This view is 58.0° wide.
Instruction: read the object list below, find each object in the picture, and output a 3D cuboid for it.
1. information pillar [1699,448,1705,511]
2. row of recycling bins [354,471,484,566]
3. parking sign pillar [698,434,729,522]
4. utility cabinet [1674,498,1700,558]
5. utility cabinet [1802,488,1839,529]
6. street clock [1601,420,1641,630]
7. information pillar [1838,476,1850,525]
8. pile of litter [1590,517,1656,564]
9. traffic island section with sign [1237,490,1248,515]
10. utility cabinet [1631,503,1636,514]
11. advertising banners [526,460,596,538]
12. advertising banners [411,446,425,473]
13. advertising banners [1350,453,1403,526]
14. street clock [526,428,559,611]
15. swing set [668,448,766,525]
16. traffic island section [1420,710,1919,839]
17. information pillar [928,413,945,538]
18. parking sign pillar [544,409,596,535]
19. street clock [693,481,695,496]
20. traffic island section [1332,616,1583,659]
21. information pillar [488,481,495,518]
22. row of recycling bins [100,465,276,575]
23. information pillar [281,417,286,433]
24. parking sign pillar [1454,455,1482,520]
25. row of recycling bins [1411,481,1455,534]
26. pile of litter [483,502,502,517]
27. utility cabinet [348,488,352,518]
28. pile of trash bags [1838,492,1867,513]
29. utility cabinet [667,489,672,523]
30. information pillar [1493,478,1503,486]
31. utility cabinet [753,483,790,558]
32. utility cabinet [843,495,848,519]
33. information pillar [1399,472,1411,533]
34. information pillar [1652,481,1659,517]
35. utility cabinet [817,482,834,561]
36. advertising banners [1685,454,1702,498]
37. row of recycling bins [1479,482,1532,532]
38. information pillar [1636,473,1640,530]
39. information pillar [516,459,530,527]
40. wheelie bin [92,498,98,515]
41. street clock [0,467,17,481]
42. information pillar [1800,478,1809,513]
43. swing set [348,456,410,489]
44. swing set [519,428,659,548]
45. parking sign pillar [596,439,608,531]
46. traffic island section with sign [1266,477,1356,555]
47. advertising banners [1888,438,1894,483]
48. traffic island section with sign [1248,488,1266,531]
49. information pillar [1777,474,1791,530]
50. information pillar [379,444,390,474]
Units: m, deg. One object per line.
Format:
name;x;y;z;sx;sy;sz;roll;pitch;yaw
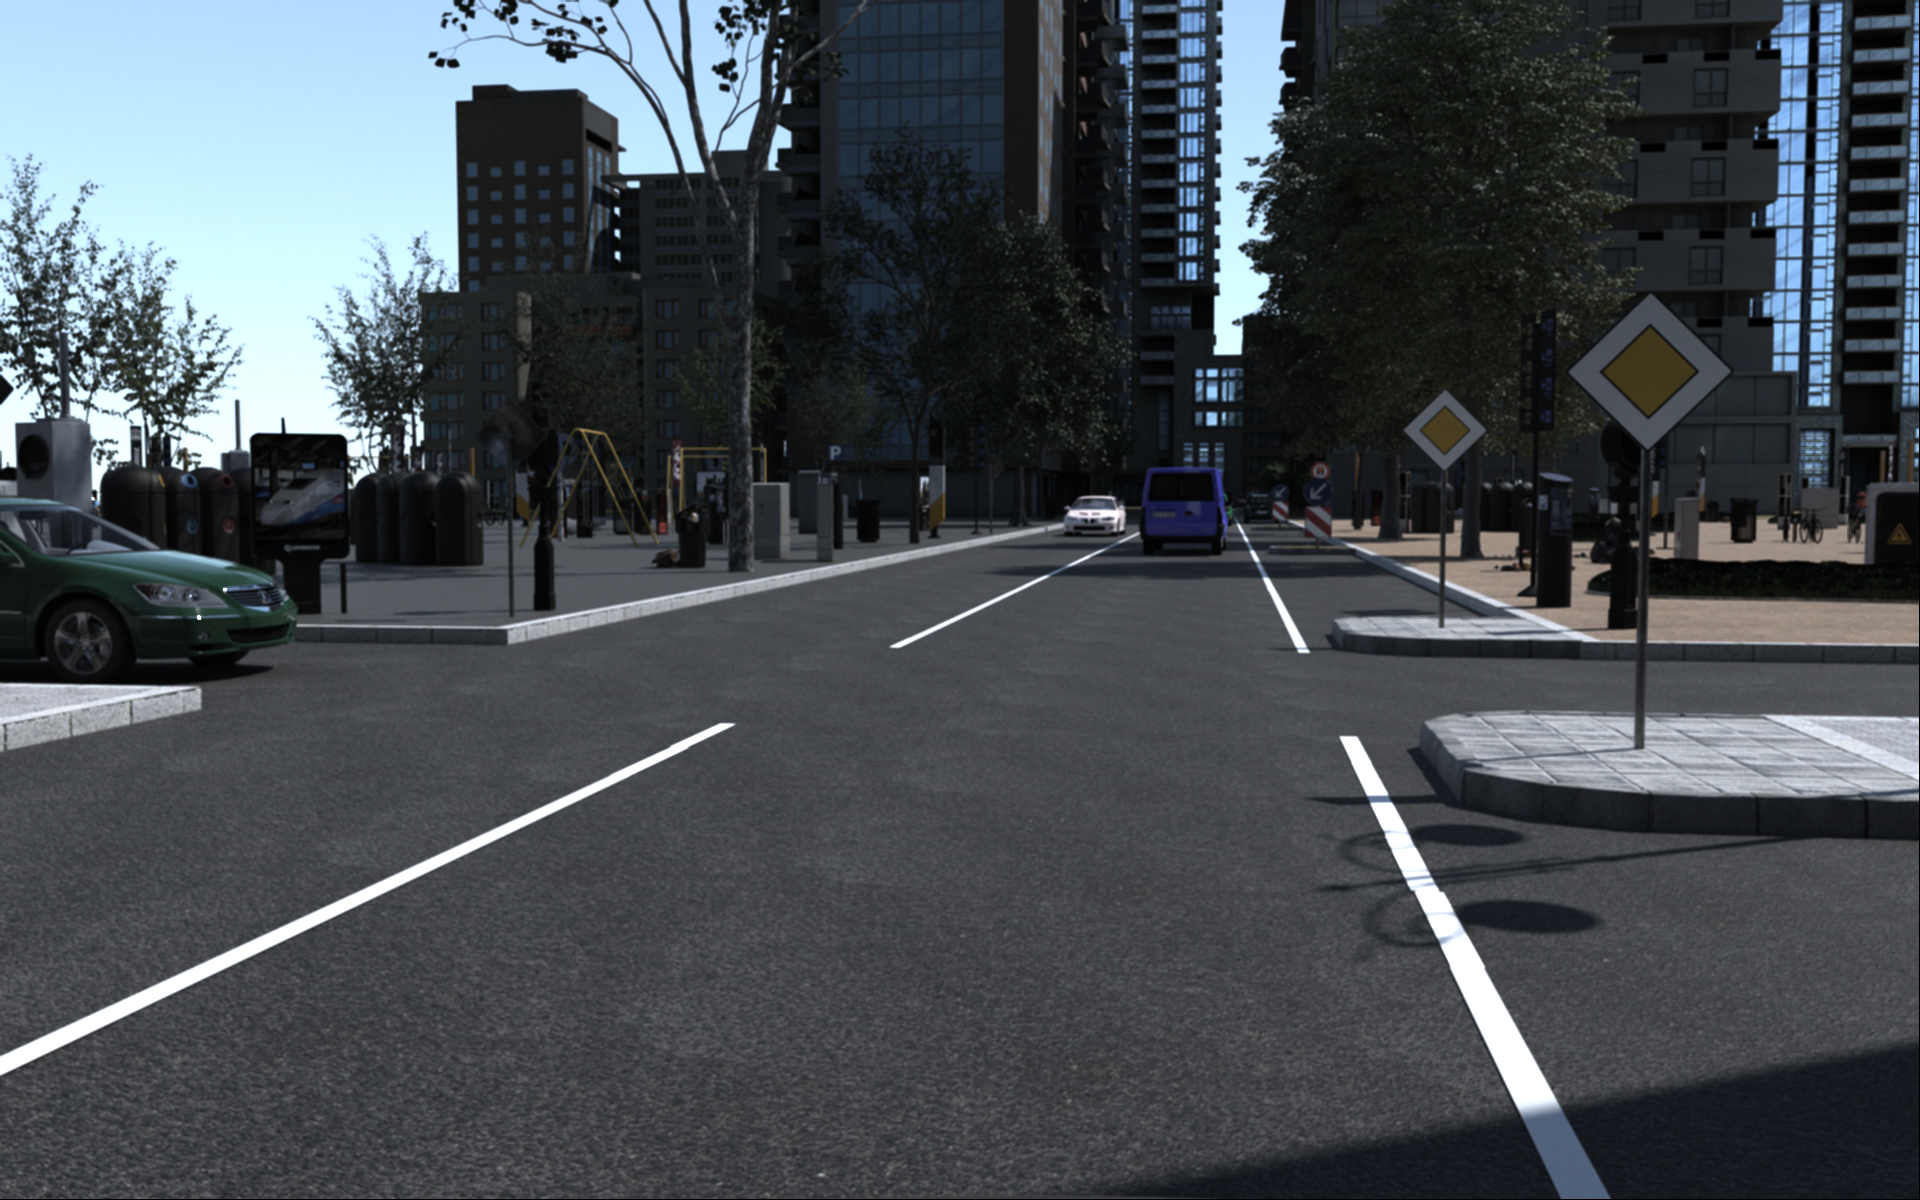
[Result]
information pillar;37.473;-5.879;87.477;0.183;3.616;0.504;0;4;2
row of recycling bins;-10.029;-1.519;31.946;3.534;1.692;1.069;3;5;41
parking sign pillar;-11.307;-5.530;78.884;1.447;3.967;1.447;2;4;34
utility cabinet;12.572;-1.152;29.996;0.306;1.237;1.020;1;4;16
utility cabinet;31.400;-3.337;63.234;1.173;1.500;0.318;0;4;4
street clock;6.318;-0.727;16.457;0.471;2.002;0.358;-2;4;-30
information pillar;36.533;-4.103;71.584;0.304;2.012;0.304;-3;5;-43
pile of litter;12.456;-1.117;32.224;1.719;0.858;1.176;-2;4;-25
traffic island section with sign;19.989;-6.668;117.650;1.989;1.847;2.006;1;4;9
utility cabinet;33.884;-4.754;86.398;0.318;1.500;1.173;0;4;-4
advertising banners;-11.680;-3.319;50.454;2.074;3.025;0.090;-1;4;-23
advertising banners;-20.384;-4.059;62.552;2.074;3.025;0.090;-1;4;-19
advertising banners;16.784;-4.498;69.726;2.074;3.025;0.090;1;4;11
street clock;-4.593;-0.889;19.098;0.358;2.002;0.471;0;4;5
swing set;-8.181;-3.758;59.070;3.119;2.851;2.862;0;4;-6
traffic island section;3.445;0.828;8.738;2.009;0.180;2.903;1;4;9
information pillar;-0.675;-3.595;50.126;0.504;3.616;0.183;2;4;28
parking sign pillar;-12.764;-4.097;55.452;1.447;3.967;1.447;1;4;18
street clock;-14.566;-5.569;95.617;0.358;2.002;0.471;-1;4;-16
traffic island section;4.643;0.345;16.633;2.009;0.180;2.903;1;4;9
information pillar;-25.645;-5.522;94.774;0.304;2.012;0.304;-2;4;-26
row of recycling bins;-11.561;-1.154;25.989;1.069;1.692;3.534;1;4;11
information pillar;-20.691;-3.775;53.074;0.183;3.616;0.504;-1;4;-16
parking sign pillar;25.578;-6.038;87.192;1.447;3.967;1.447;2;4;32
row of recycling bins;15.757;-3.108;57.923;1.069;1.692;3.534;0;4;5
pile of litter;-26.004;-5.048;96.500;1.719;0.858;1.176;2;4;26
utility cabinet;-23.732;-3.688;68.976;1.173;1.500;0.318;-2;4;-28
pile of trash bags;40.844;-4.299;80.045;3.447;1.369;1.912;-2;4;-30
utility cabinet;-12.706;-4.025;74.491;0.318;1.500;1.173;0;4;7
information pillar;24.201;-4.493;77.957;0.304;2.012;0.304;-1;4;-16
utility cabinet;-3.921;-1.570;34.346;1.173;1.500;0.318;3;4;36
utility cabinet;-6.172;-4.836;90.228;0.306;1.237;1.020;-2;4;-26
information pillar;14.646;-3.218;57.114;0.304;2.012;0.304;2;4;35
information pillar;25.894;-4.492;64.805;0.504;3.616;0.183;-1;4;-9
utility cabinet;-2.577;-1.503;33.246;0.318;1.500;1.173;0;4;-4
advertising banners;32.679;-4.954;77.185;0.090;3.025;2.074;0;4;6
row of recycling bins;18.943;-3.175;59.028;1.069;1.692;3.534;-3;4;-37
information pillar;21.278;-3.025;53.959;0.304;2.012;0.304;3;5;44
information pillar;-17.177;-4.693;68.083;0.504;3.616;0.183;-2;4;-24
wheelie bin;-16.863;-1.521;32.772;0.693;1.594;0.980;3;4;38
street clock;-25.222;-2.537;46.058;0.471;2.002;0.358;0;4;-5
information pillar;37.853;-4.475;77.663;0.304;2.012;0.304;1;4;16
swing set;-24.220;-4.564;72.237;3.119;2.851;2.862;0;4;0
swing set;-9.093;-2.746;42.512;2.862;2.851;3.119;0;4;0
parking sign pillar;-13.181;-4.437;61.020;1.447;3.967;1.447;-1;4;-20
traffic island section with sign;8.461;-2.020;41.661;1.989;1.847;2.006;1;4;9
advertising banners;29.830;-3.603;55.105;2.074;3.025;0.090;-3;5;-44
traffic island section with sign;12.500;-3.650;68.312;1.989;1.847;2.006;1;4;9
information pillar;29.629;-3.532;62.240;0.304;2.012;0.304;-2;4;-32
information pillar;-27.100;-5.521;81.617;0.504;3.616;0.183;0;4;3
